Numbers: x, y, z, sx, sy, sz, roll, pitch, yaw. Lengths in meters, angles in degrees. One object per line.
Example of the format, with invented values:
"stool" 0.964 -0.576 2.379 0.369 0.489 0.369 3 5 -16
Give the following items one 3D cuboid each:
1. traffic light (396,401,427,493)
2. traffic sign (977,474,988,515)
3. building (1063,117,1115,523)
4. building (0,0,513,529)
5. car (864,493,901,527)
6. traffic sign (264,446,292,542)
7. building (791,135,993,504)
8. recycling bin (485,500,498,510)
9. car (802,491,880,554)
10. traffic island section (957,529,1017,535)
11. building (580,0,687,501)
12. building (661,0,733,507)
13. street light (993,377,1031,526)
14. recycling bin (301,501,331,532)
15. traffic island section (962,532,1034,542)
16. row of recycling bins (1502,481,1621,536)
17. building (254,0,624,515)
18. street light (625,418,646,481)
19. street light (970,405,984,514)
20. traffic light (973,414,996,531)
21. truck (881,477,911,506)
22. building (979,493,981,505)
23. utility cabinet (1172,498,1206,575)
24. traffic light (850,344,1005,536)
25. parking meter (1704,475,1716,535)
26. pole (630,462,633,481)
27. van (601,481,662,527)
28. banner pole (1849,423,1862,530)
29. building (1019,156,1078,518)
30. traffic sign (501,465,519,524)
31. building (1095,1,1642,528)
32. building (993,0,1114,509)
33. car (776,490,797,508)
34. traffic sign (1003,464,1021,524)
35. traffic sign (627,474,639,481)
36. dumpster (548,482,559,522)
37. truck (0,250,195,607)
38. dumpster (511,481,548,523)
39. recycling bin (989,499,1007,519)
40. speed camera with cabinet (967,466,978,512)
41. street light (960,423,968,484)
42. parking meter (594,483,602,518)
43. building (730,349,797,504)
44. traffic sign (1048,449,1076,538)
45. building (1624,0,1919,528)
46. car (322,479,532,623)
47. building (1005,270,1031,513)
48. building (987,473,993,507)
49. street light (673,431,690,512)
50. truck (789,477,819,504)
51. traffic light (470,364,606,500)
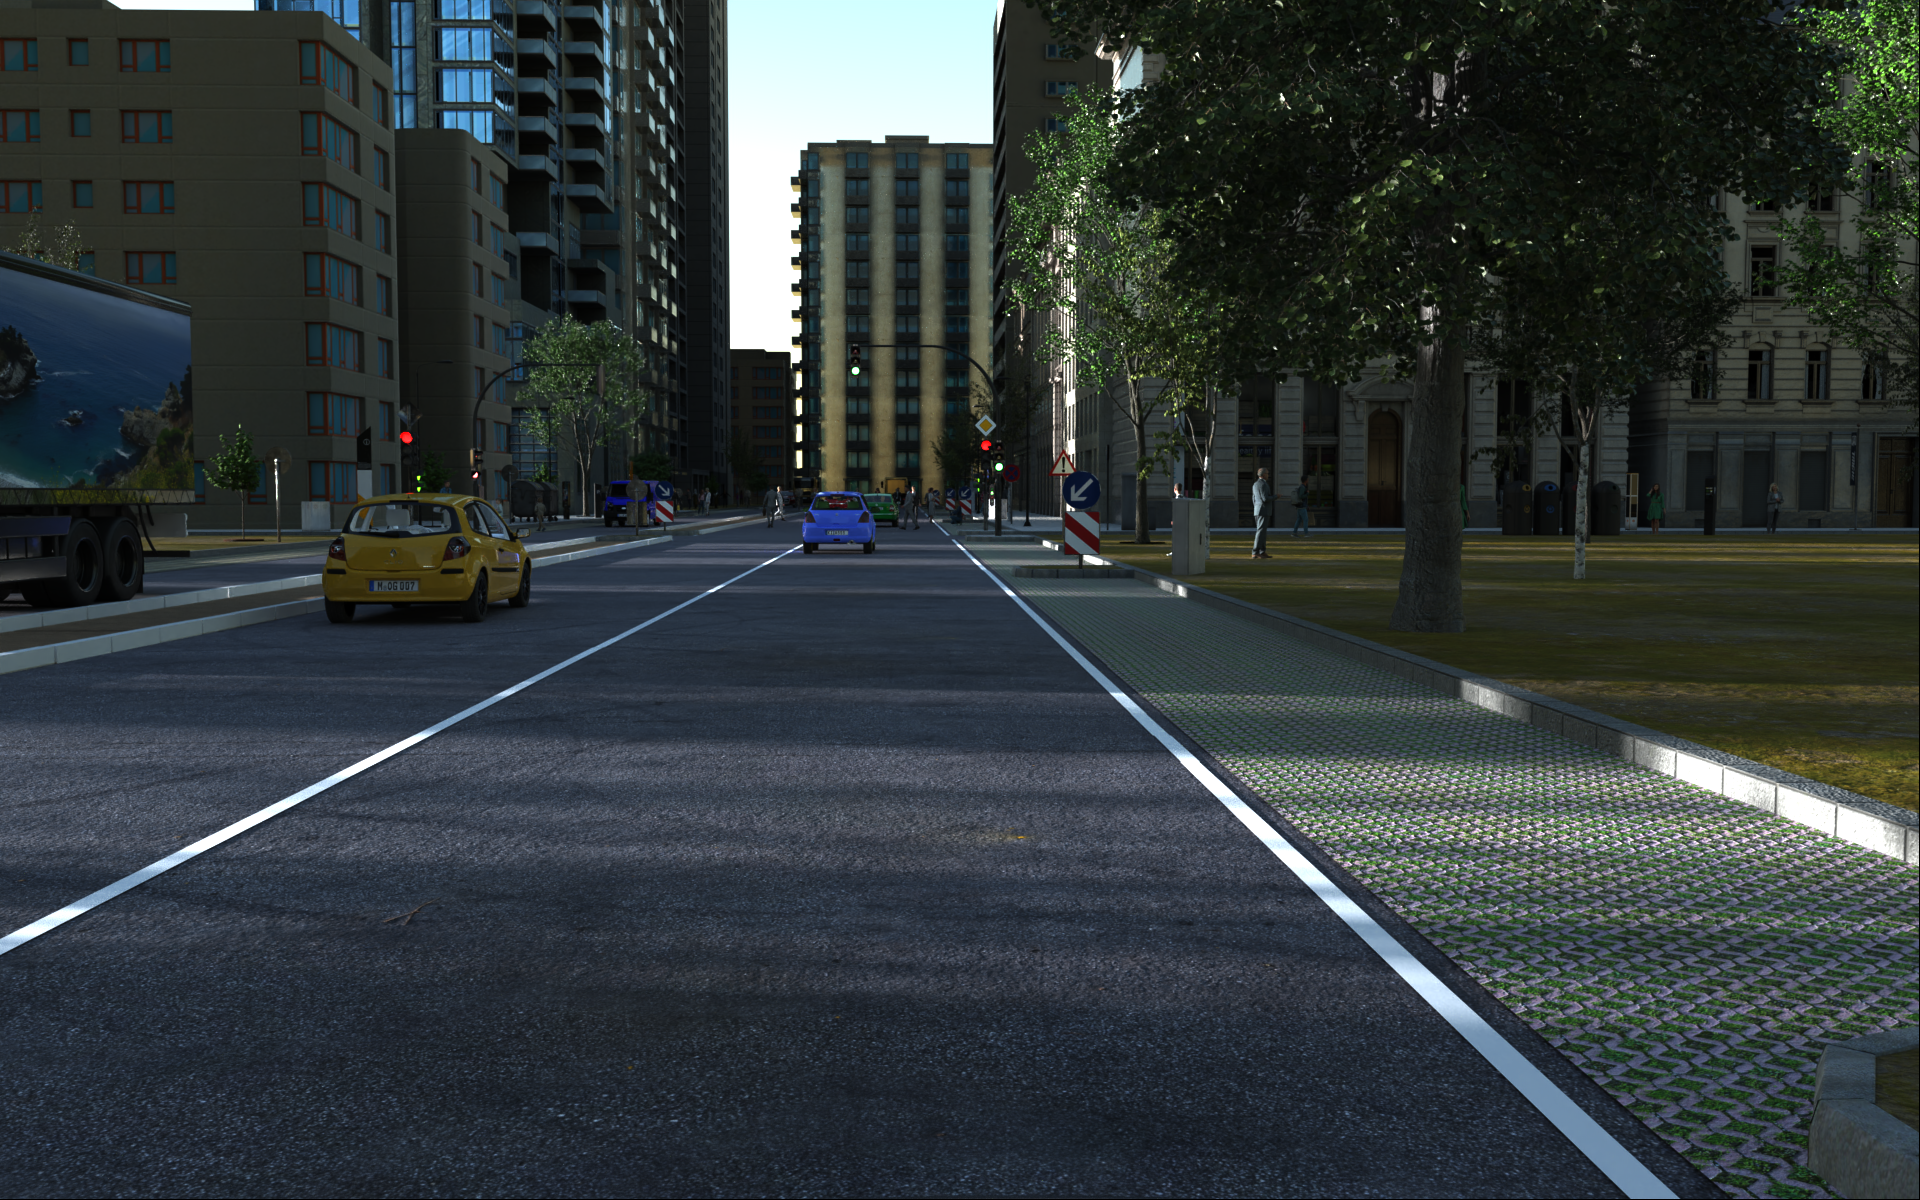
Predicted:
"traffic light" -16.605 -3.880 52.362 0.839 4.253 0.868 0 4 -2
"traffic sign" 1.442 -6.591 107.873 0.768 2.556 0.104 0 4 6
"building" 10.975 -14.008 83.783 10.420 20.320 16.860 0 4 -2
"building" -37.044 -14.144 76.293 27.650 21.520 28.899 0 4 -2
"car" -3.606 -4.136 76.422 1.959 1.807 4.718 0 4 -1
"traffic sign" -18.168 -2.816 46.146 0.768 2.556 0.104 0 4 7
"building" -7.197 -37.575 233.967 30.456 49.044 23.786 0 4 -2
"recycling bin" -19.131 -3.531 70.279 0.722 1.027 0.722 1 4 11
"car" -2.962 -2.035 42.869 1.945 1.707 3.694 0 4 -1
"traffic island section" 0.929 -2.371 61.045 2.009 0.180 2.903 0 4 -2
"building" -36.841 -32.445 150.076 23.786 49.044 30.456 0 4 -2
"building" -37.364 -46.383 196.610 20.611 71.187 20.563 0 4 -2
"street light" 2.139 -5.879 68.670 1.470 5.913 1.316 0 4 -2
"recycling bin" -22.198 -2.883 59.687 0.722 1.027 0.722 3 5 43
"traffic island section" 1.187 -1.883 53.064 2.009 0.180 2.903 0 4 -2
"row of recycling bins" 18.723 -2.867 53.991 3.534 1.692 1.069 0 4 3
"building" -34.970 -49.211 117.269 22.319 86.520 31.000 0 4 -2
"street light" -19.786 -8.128 105.440 1.470 5.913 1.316 0 4 -2
"street light" 1.375 -7.219 90.570 1.470 5.913 1.316 0 4 -2
"traffic light" 0.889 -4.404 60.929 0.839 4.253 0.868 0 4 -2
"truck" -7.273 -12.300 197.020 3.469 3.379 9.791 0 4 -2
"building" 18.410 -30.924 197.496 32.217 40.220 23.993 0 4 -2
"utility cabinet" 3.692 -1.023 27.883 0.306 1.237 1.020 1 4 23
"traffic light" -0.942 -4.775 52.740 4.771 5.953 1.251 0 4 -2
"parking meter" 23.357 -2.949 53.929 0.255 1.863 0.399 3 4 37
"pole" -20.705 -7.051 109.134 0.158 3.312 0.155 0 3 0
"van" -14.487 -4.430 76.819 2.240 2.365 5.245 0 4 -2
"banner pole" 31.837 -4.380 61.633 0.401 3.779 0.863 0 4 7
"building" 10.970 -16.076 104.635 13.314 21.916 24.055 0 4 -2
"traffic sign" -19.382 -4.557 74.610 0.768 2.556 0.104 0 4 3
"building" 15.889 -14.704 69.289 19.941 23.489 11.050 0 4 -2
"building" 14.104 -32.413 153.652 21.300 48.544 21.600 0 4 -2
"car" -18.254 -10.626 182.402 2.281 1.827 5.304 0 4 -3
"traffic sign" 2.206 -4.521 74.030 0.768 2.556 0.104 0 4 7
"traffic sign" -20.843 -6.747 110.415 0.768 2.556 0.104 0 4 8
"dumpster" -19.488 -4.584 80.708 1.264 1.857 1.865 0 4 -2
"truck" -12.133 -1.887 19.770 2.839 4.237 11.283 0 4 -3
"dumpster" -19.646 -4.453 78.573 1.264 1.857 1.865 0 4 -2
"recycling bin" 1.952 -4.672 88.936 0.722 1.027 0.722 -2 4 -25
"speed camera with cabinet" 0.940 -7.817 122.136 0.660 3.252 2.038 1 4 9
"street light" 0.675 -8.604 113.211 1.470 5.913 1.316 0 4 -2
"parking meter" -19.518 -5.367 93.463 0.399 1.863 0.255 -1 4 -21
"building" -37.508 -23.878 235.441 28.899 21.520 27.650 0 4 -2
"traffic sign" 3.014 -3.085 50.440 0.884 2.594 0.081 0 4 4
"building" 35.195 -13.461 69.246 18.267 20.994 9.793 0 4 -2
"car" -6.262 -0.642 20.716 2.015 1.641 3.980 0 4 -3
"building" 9.157 -16.047 126.991 10.561 19.102 19.286 0 4 -2
"building" 13.070 -45.000 174.004 20.563 71.187 20.611 0 4 -2
"street light" -20.478 -9.468 127.342 1.470 5.913 1.316 0 4 -2
"truck" -17.866 -12.509 200.449 3.469 3.379 9.791 0 4 -3
"traffic light" -14.775 -5.246 60.446 4.771 5.953 1.251 0 4 -2
